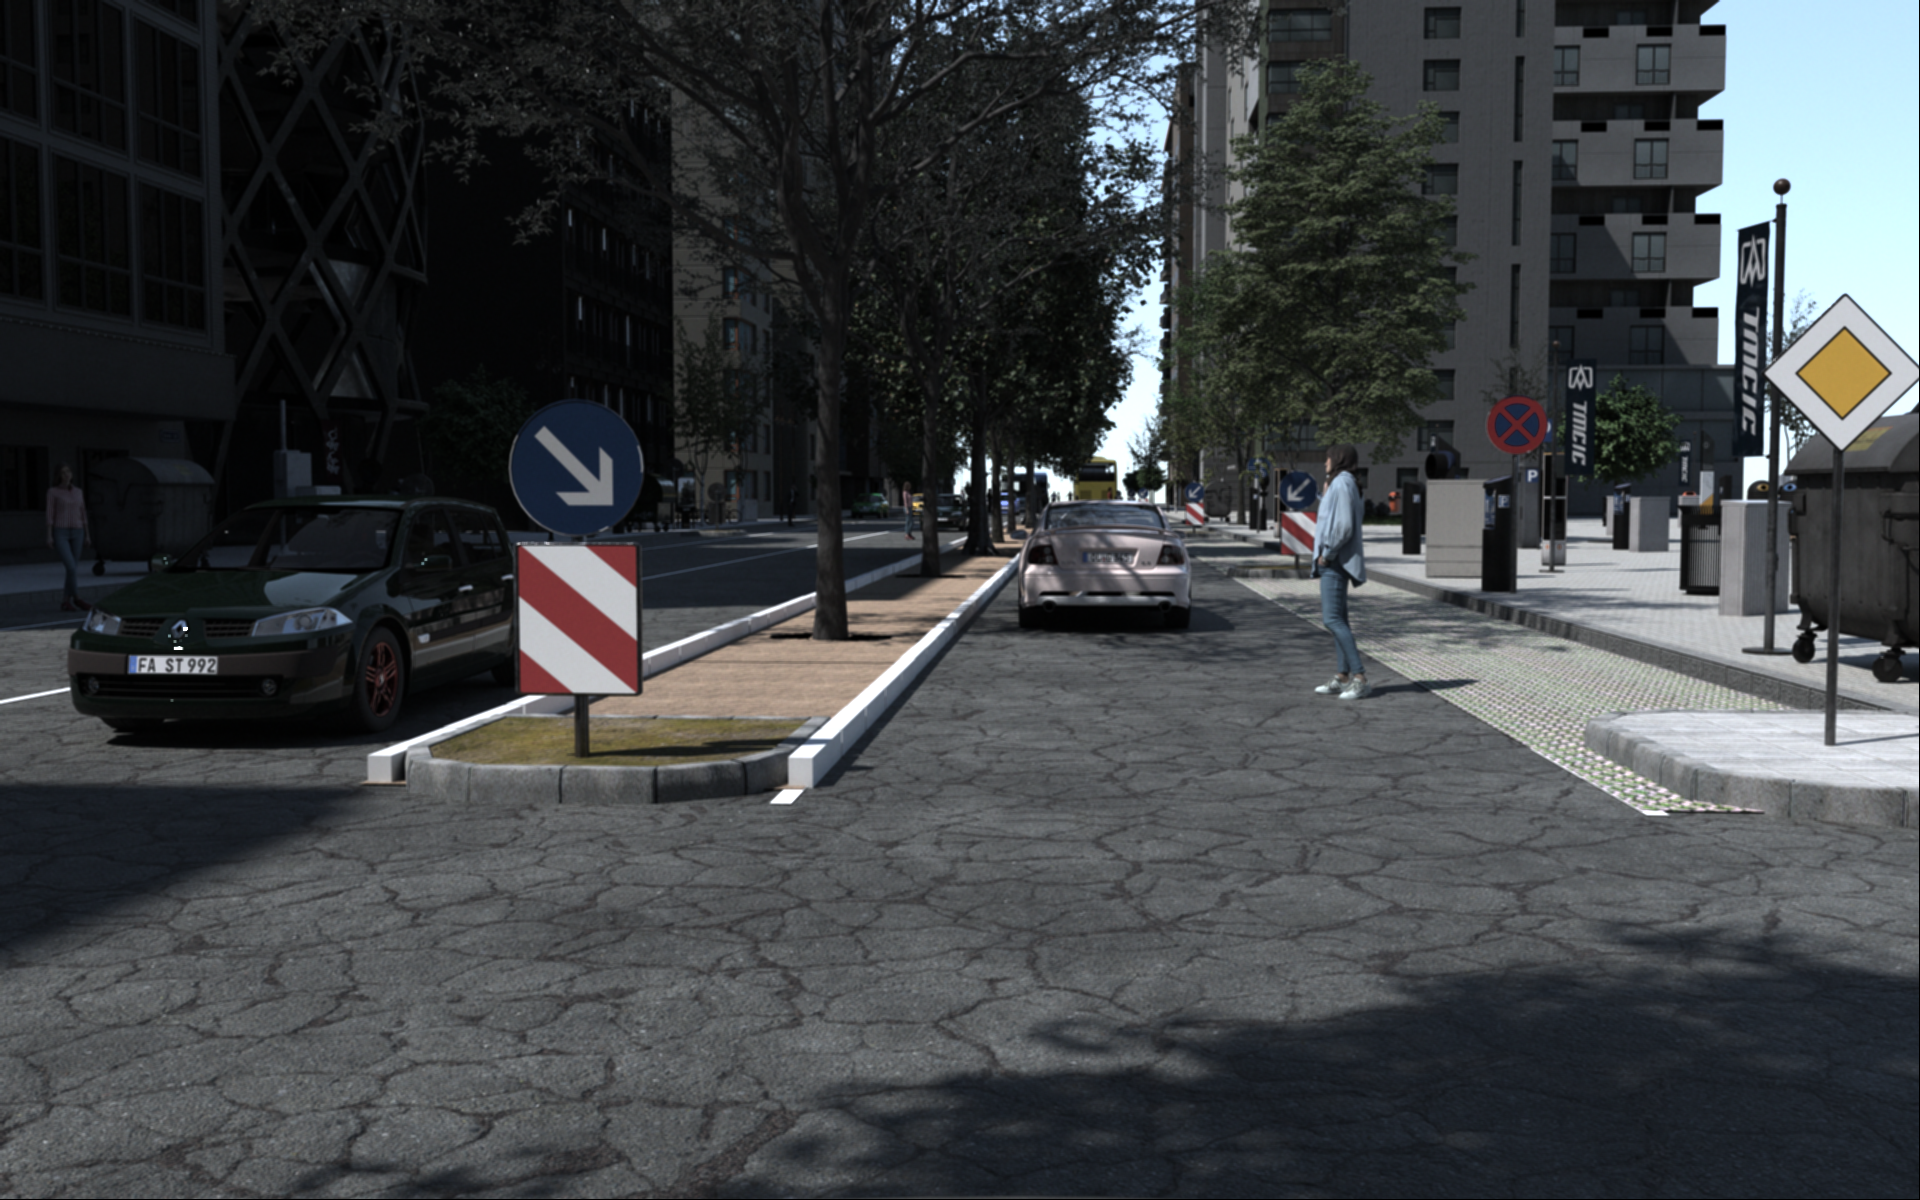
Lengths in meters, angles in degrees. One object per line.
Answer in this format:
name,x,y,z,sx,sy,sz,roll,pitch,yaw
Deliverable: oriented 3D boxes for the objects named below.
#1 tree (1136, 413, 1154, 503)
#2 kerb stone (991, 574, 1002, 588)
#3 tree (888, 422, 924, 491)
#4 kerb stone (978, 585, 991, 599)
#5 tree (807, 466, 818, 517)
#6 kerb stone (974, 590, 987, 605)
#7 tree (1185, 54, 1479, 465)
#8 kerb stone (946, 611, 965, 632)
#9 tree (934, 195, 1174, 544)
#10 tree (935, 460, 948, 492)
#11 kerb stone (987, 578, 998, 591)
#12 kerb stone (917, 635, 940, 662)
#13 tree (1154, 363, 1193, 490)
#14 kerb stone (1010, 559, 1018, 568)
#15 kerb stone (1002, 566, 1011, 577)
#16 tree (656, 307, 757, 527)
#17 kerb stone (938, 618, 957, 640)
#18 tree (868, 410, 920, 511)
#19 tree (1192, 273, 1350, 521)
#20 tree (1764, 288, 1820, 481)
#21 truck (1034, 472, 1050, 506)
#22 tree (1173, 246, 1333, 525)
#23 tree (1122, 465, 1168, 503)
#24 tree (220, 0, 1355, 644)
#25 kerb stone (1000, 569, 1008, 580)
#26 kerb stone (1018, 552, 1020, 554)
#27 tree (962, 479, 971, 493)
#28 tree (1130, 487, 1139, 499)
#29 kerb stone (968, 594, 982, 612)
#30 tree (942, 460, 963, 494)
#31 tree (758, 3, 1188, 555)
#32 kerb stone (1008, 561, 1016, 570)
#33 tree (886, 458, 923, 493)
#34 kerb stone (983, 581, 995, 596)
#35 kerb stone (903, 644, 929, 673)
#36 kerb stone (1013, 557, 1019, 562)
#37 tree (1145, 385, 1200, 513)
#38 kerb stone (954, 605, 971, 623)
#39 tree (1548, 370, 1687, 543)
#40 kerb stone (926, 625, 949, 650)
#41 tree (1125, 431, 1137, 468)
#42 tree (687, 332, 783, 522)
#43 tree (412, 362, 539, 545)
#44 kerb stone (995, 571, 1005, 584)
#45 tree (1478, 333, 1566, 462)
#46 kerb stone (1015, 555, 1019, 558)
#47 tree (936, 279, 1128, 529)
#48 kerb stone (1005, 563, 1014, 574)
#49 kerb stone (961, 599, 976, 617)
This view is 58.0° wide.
tree,12.583,-8.779,93.901,4.737,8.622,4.395,0,3,0
kerb stone,0.515,-0.251,26.292,0.120,0.150,1.000,0,4,4
tree,-3.332,-14.926,162.161,7.486,12.596,7.792,0,3,0
kerb stone,0.291,-0.061,23.235,0.120,0.150,1.000,0,4,4
tree,-7.739,-6.398,99.212,1.663,3.219,1.824,0,3,0
kerb stone,0.219,0.005,22.216,0.120,0.150,1.000,0,4,4
tree,9.902,-7.817,45.939,7.486,12.596,7.792,0,3,0
kerb stone,-0.073,0.248,18.136,0.120,0.150,1.000,0,4,4
tree,0.989,-7.457,50.139,9.928,11.665,9.643,0,3,0
tree,-2.678,-14.147,181.659,4.360,8.622,3.978,0,3,0
kerb stone,0.435,-0.186,25.274,0.120,0.150,1.000,0,4,4
kerb stone,-0.302,0.440,15.070,0.120,0.150,1.000,0,4,4
tree,12.609,-8.083,82.524,4.737,8.622,4.395,0,3,0
kerb stone,0.954,-0.626,32.430,0.120,0.150,1.000,0,4,4
kerb stone,0.745,-0.438,29.356,0.120,0.150,1.000,0,4,4
tree,-10.144,-7.210,68.250,4.737,8.622,4.395,0,3,0
kerb stone,-0.154,0.311,17.116,0.120,0.150,1.000,0,4,4
tree,-5.211,-11.107,131.956,4.737,8.622,4.395,0,3,0
tree,10.157,-6.308,53.493,4.737,8.622,4.395,0,3,0
tree,29.763,-6.791,61.399,4.360,8.622,3.978,0,3,0
truck,9.893,-13.940,217.676,2.967,4.110,18.799,0,4,4
tree,11.790,-8.928,71.724,9.928,11.665,9.643,0,3,0
tree,20.523,-13.098,197.871,4.285,4.588,4.351,0,3,0
tree,-1.295,-6.358,16.787,12.009,13.543,11.850,0,3,0
kerb stone,0.659,-0.375,28.331,0.120,0.150,1.000,0,4,4
kerb stone,1.257,-0.875,36.520,0.120,0.150,1.000,0,4,4
tree,1.060,-13.815,220.470,1.663,3.219,1.824,0,3,0
tree,20.696,-12.688,202.043,1.663,3.219,1.824,0,3,0
kerb stone,0.150,0.061,21.195,0.120,0.150,1.000,0,4,4
tree,-1.223,-15.120,197.581,4.737,8.622,4.395,0,3,0
tree,0.439,-7.389,40.269,9.611,12.733,9.660,0,3,0
kerb stone,0.887,-0.564,31.410,0.120,0.150,1.000,0,4,4
tree,-4.658,-10.071,148.381,4.285,4.588,4.351,0,3,0
kerb stone,0.370,-0.126,24.254,0.120,0.150,1.000,0,4,4
kerb stone,-0.376,0.498,14.050,0.120,0.150,1.000,0,4,4
kerb stone,1.026,-0.689,33.454,0.120,0.150,1.000,0,4,4
tree,14.477,-10.129,115.964,4.360,8.622,3.978,0,3,0
kerb stone,-0.002,0.186,19.157,0.120,0.150,1.000,0,4,4
tree,17.468,-3.816,46.106,4.285,4.588,4.351,0,3,0
kerb stone,-0.229,0.373,16.089,0.120,0.150,1.000,0,4,4
tree,16.986,-12.459,154.065,4.737,8.622,4.395,0,3,0
tree,-10.051,-7.800,77.890,4.360,8.622,3.978,0,3,0
tree,-11.945,-3.648,43.361,4.285,4.588,4.351,0,3,0
kerb stone,0.594,-0.313,27.311,0.120,0.150,1.000,0,4,4
tree,26.215,-7.933,80.068,4.360,8.622,3.978,0,3,0
kerb stone,1.109,-0.751,34.476,0.120,0.150,1.000,0,4,4
tree,2.973,-9.194,70.906,7.486,12.596,7.792,0,3,0
kerb stone,0.815,-0.501,30.385,0.120,0.150,1.000,0,4,4
kerb stone,0.069,0.125,20.176,0.120,0.150,1.000,0,4,4
